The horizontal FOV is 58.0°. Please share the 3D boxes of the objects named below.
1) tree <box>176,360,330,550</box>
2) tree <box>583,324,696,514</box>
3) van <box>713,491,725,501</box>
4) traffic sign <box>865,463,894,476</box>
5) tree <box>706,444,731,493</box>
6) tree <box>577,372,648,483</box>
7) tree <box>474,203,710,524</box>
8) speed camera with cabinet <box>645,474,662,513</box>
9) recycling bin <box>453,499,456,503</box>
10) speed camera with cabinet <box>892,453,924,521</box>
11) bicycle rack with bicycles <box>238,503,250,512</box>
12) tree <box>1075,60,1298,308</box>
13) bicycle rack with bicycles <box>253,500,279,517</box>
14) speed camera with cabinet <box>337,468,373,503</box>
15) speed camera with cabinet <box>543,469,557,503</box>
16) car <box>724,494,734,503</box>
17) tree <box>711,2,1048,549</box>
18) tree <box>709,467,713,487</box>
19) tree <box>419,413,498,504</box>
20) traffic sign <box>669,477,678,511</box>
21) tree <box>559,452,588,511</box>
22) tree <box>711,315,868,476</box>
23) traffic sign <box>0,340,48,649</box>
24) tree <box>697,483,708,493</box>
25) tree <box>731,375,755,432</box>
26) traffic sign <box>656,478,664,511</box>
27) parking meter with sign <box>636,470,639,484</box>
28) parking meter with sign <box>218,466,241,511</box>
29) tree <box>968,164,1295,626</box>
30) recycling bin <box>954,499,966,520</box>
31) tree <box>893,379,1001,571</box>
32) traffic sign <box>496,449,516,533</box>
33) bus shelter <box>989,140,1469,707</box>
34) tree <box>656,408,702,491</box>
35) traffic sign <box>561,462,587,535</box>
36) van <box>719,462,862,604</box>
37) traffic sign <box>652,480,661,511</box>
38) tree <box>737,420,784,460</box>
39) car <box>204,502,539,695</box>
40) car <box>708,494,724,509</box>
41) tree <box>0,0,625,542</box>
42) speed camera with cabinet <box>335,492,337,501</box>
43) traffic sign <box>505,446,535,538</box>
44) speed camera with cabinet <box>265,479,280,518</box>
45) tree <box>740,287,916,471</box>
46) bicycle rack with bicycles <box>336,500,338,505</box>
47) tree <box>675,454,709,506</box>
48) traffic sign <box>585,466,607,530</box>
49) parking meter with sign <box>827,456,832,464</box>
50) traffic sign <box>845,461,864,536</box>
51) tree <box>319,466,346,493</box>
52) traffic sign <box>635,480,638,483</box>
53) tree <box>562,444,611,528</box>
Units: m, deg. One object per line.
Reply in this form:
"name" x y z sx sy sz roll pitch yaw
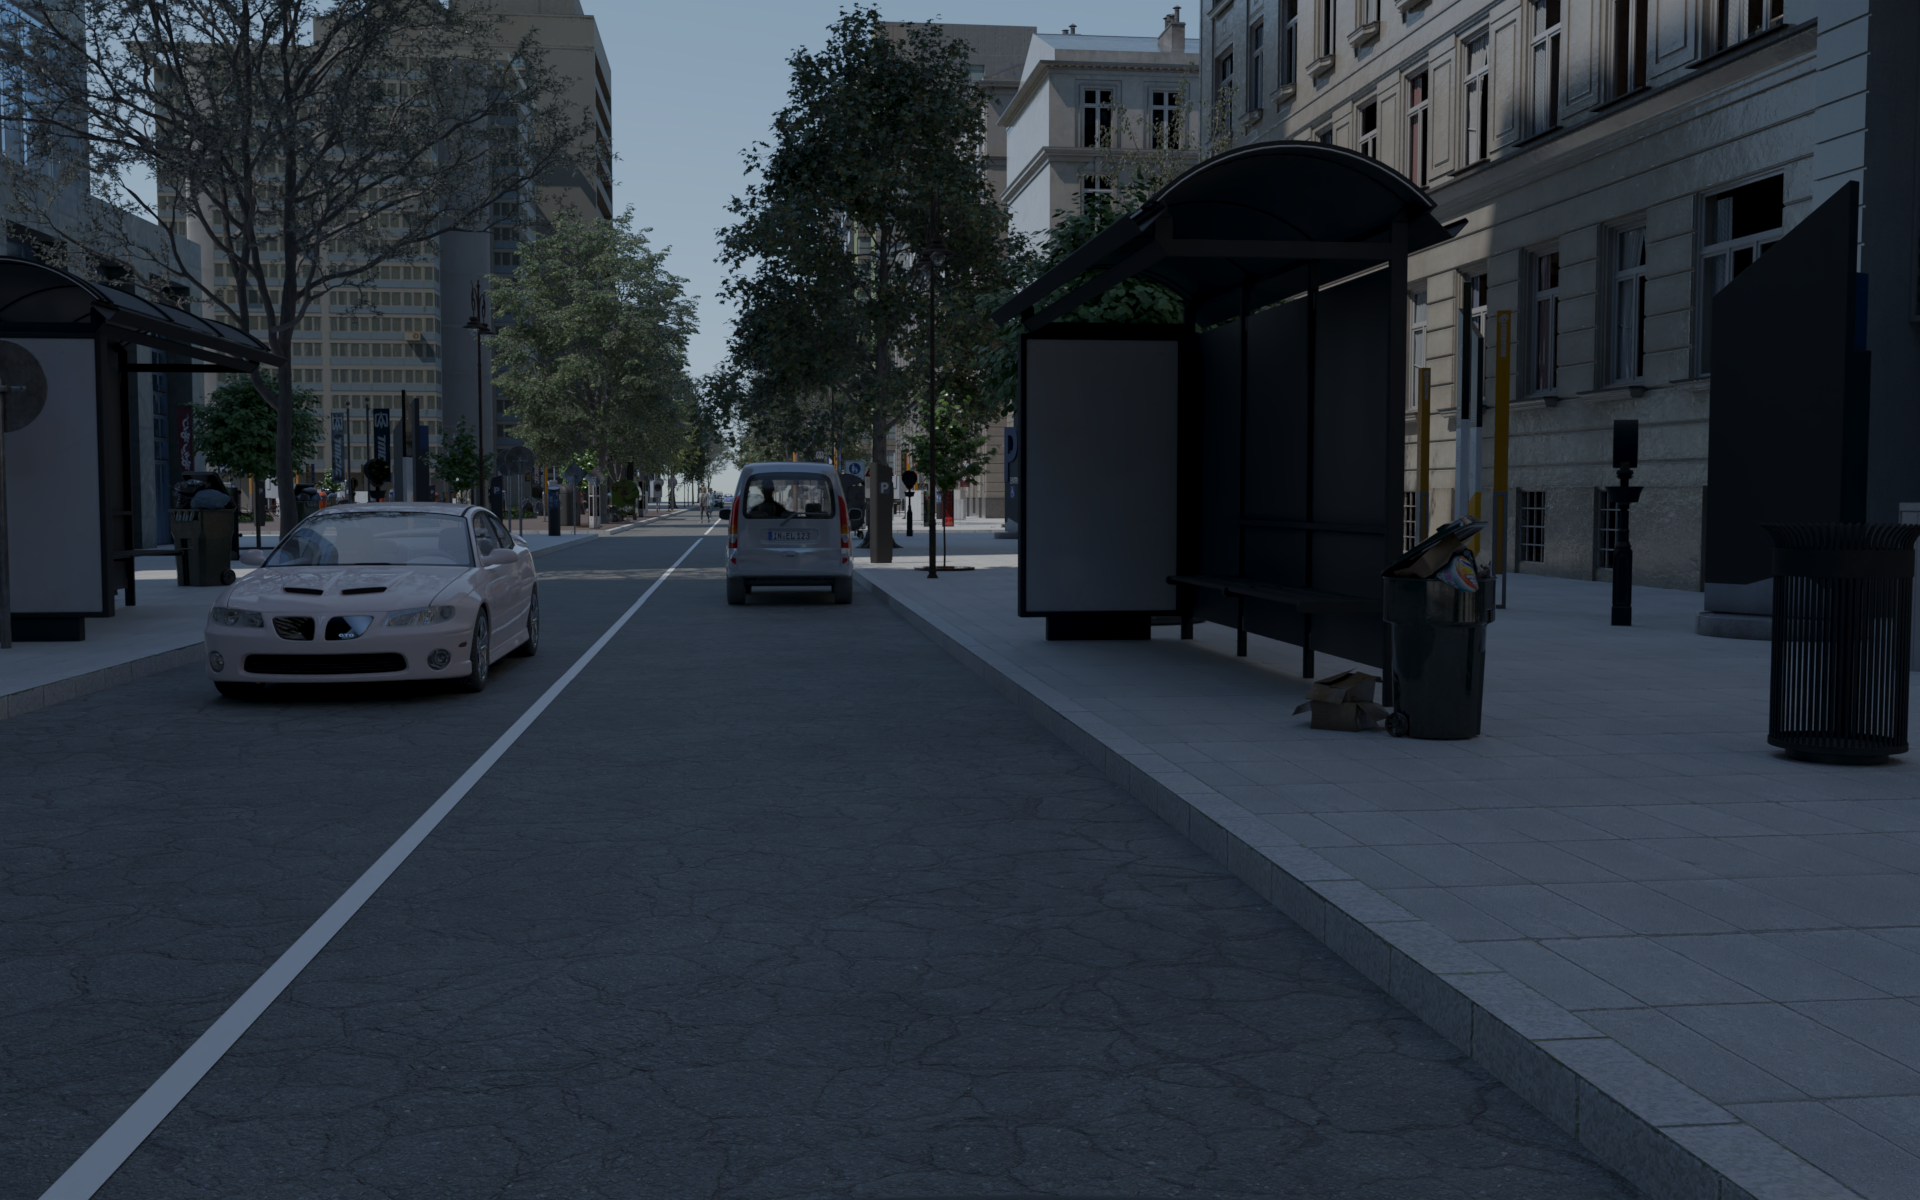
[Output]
"tree" -16.309 -3.465 40.374 4.285 4.588 4.351 0 3 0
"tree" -20.399 -11.743 110.127 7.486 12.596 7.792 0 3 0
"van" -31.672 -13.415 226.341 2.013 2.044 4.112 0 4 -7
"traffic sign" -2.396 -3.162 51.708 0.884 2.594 0.081 0 4 1
"tree" -41.388 -22.029 285.923 9.928 11.665 9.643 0 3 0
"tree" -18.029 -8.584 90.704 4.360 8.622 3.978 0 3 0
"tree" -15.735 -10.298 75.034 9.857 13.997 8.962 0 3 0
"speed camera with cabinet" -21.444 -7.604 118.654 2.038 3.252 0.660 -2 4 -33
"recycling bin" -28.060 -5.189 97.402 0.722 1.027 0.722 -2 4 -35
"speed camera with cabinet" -2.471 -5.431 83.126 2.038 3.252 0.660 3 4 36
"bicycle rack with bicycles" -50.086 -6.801 124.580 2.852 0.926 2.925 -2 4 -29
"tree" 3.807 -4.906 30.578 4.360 8.622 3.978 0 3 0
"bicycle rack with bicycles" -38.956 -5.277 99.658 2.925 0.926 2.852 -1 4 -16
"speed camera with cabinet" -39.747 -7.318 113.993 2.038 3.252 0.660 0 4 7
"speed camera with cabinet" -27.494 -7.447 116.094 0.660 3.252 2.038 -2 4 -25
"car" -36.339 -16.029 271.668 1.945 1.707 3.694 0 4 -7
"tree" -1.809 -7.564 40.683 9.611 12.733 9.660 0 3 0
"tree" -40.068 -19.548 269.973 4.360 8.622 3.978 0 3 0
"tree" -11.835 -2.871 41.548 1.663 3.219 1.824 0 3 0
"traffic sign" -22.039 -8.119 132.847 0.768 2.556 0.104 0 4 0
"tree" -29.267 -9.116 132.762 4.285 4.588 4.351 0 3 0
"tree" -9.387 -11.503 98.440 12.009 13.543 11.850 0 3 0
"traffic sign" -7.931 -0.870 14.324 0.768 2.556 0.104 0 4 -4
"tree" -38.987 -16.410 262.906 1.663 3.219 1.824 0 3 0
"tree" -29.688 -24.568 257.571 12.611 20.169 13.585 0 3 0
"traffic sign" -23.465 -8.258 135.120 0.768 2.556 0.104 0 4 -5
"parking meter with sign" -23.082 -7.779 123.448 0.543 3.016 1.738 1 4 12
"parking meter with sign" -47.296 -7.083 112.067 1.738 3.016 0.543 1 4 13
"tree" 1.809 -2.056 17.337 4.285 4.588 4.351 0 3 0
"recycling bin" -0.114 -4.407 84.602 0.722 1.027 0.722 1 4 9
"tree" -0.127 -2.112 29.128 1.663 3.219 1.824 0 3 0
"traffic sign" -12.789 -2.999 49.148 0.768 2.556 0.104 0 3 0
"bus shelter" 1.596 -1.147 12.683 2.014 3.302 5.546 0 4 -7
"tree" -23.661 -11.795 143.217 4.737 8.622 4.395 0 3 0
"traffic sign" -12.068 -3.093 54.220 0.795 2.450 0.064 0 4 -7
"van" -2.340 -1.033 23.901 2.013 2.044 4.112 0 4 -5
"traffic sign" -22.458 -7.713 128.235 0.606 2.300 0.079 0 4 -7
"tree" -19.405 -15.926 178.524 7.486 12.596 7.792 0 3 0
"car" -4.533 -0.095 13.919 2.083 1.381 4.827 0 4 -6
"car" -24.551 -9.989 173.104 2.009 1.686 4.222 0 4 -5
"tree" -10.426 -7.081 26.151 12.009 13.543 11.850 0 3 0
"speed camera with cabinet" -44.240 -7.894 123.396 0.660 3.252 2.038 -3 5 -39
"traffic sign" -11.567 -2.780 45.566 0.768 2.556 0.104 0 4 -6
"speed camera with cabinet" -40.942 -6.719 104.190 2.038 3.252 0.660 3 4 36
"tree" -5.013 -8.471 72.916 7.601 10.594 8.767 -3 4 -36
"bicycle rack with bicycles" -37.521 -5.562 104.328 2.925 0.926 2.852 2 4 26
"tree" -29.541 -14.529 187.912 4.360 8.622 3.978 0 3 0
"traffic sign" -13.055 -3.578 62.145 0.795 2.450 0.064 0 4 -7
"parking meter with sign" -5.895 -5.123 80.025 0.543 3.016 1.738 0 4 -7
"traffic sign" -3.213 -3.110 52.980 0.606 2.300 0.079 0 4 2
"tree" -39.269 -6.934 107.968 1.663 3.219 1.824 0 3 0
"traffic sign" -24.055 -7.822 127.887 0.884 2.594 0.081 0 4 1
"tree" -14.153 -4.396 66.482 1.663 3.219 1.824 0 3 0
